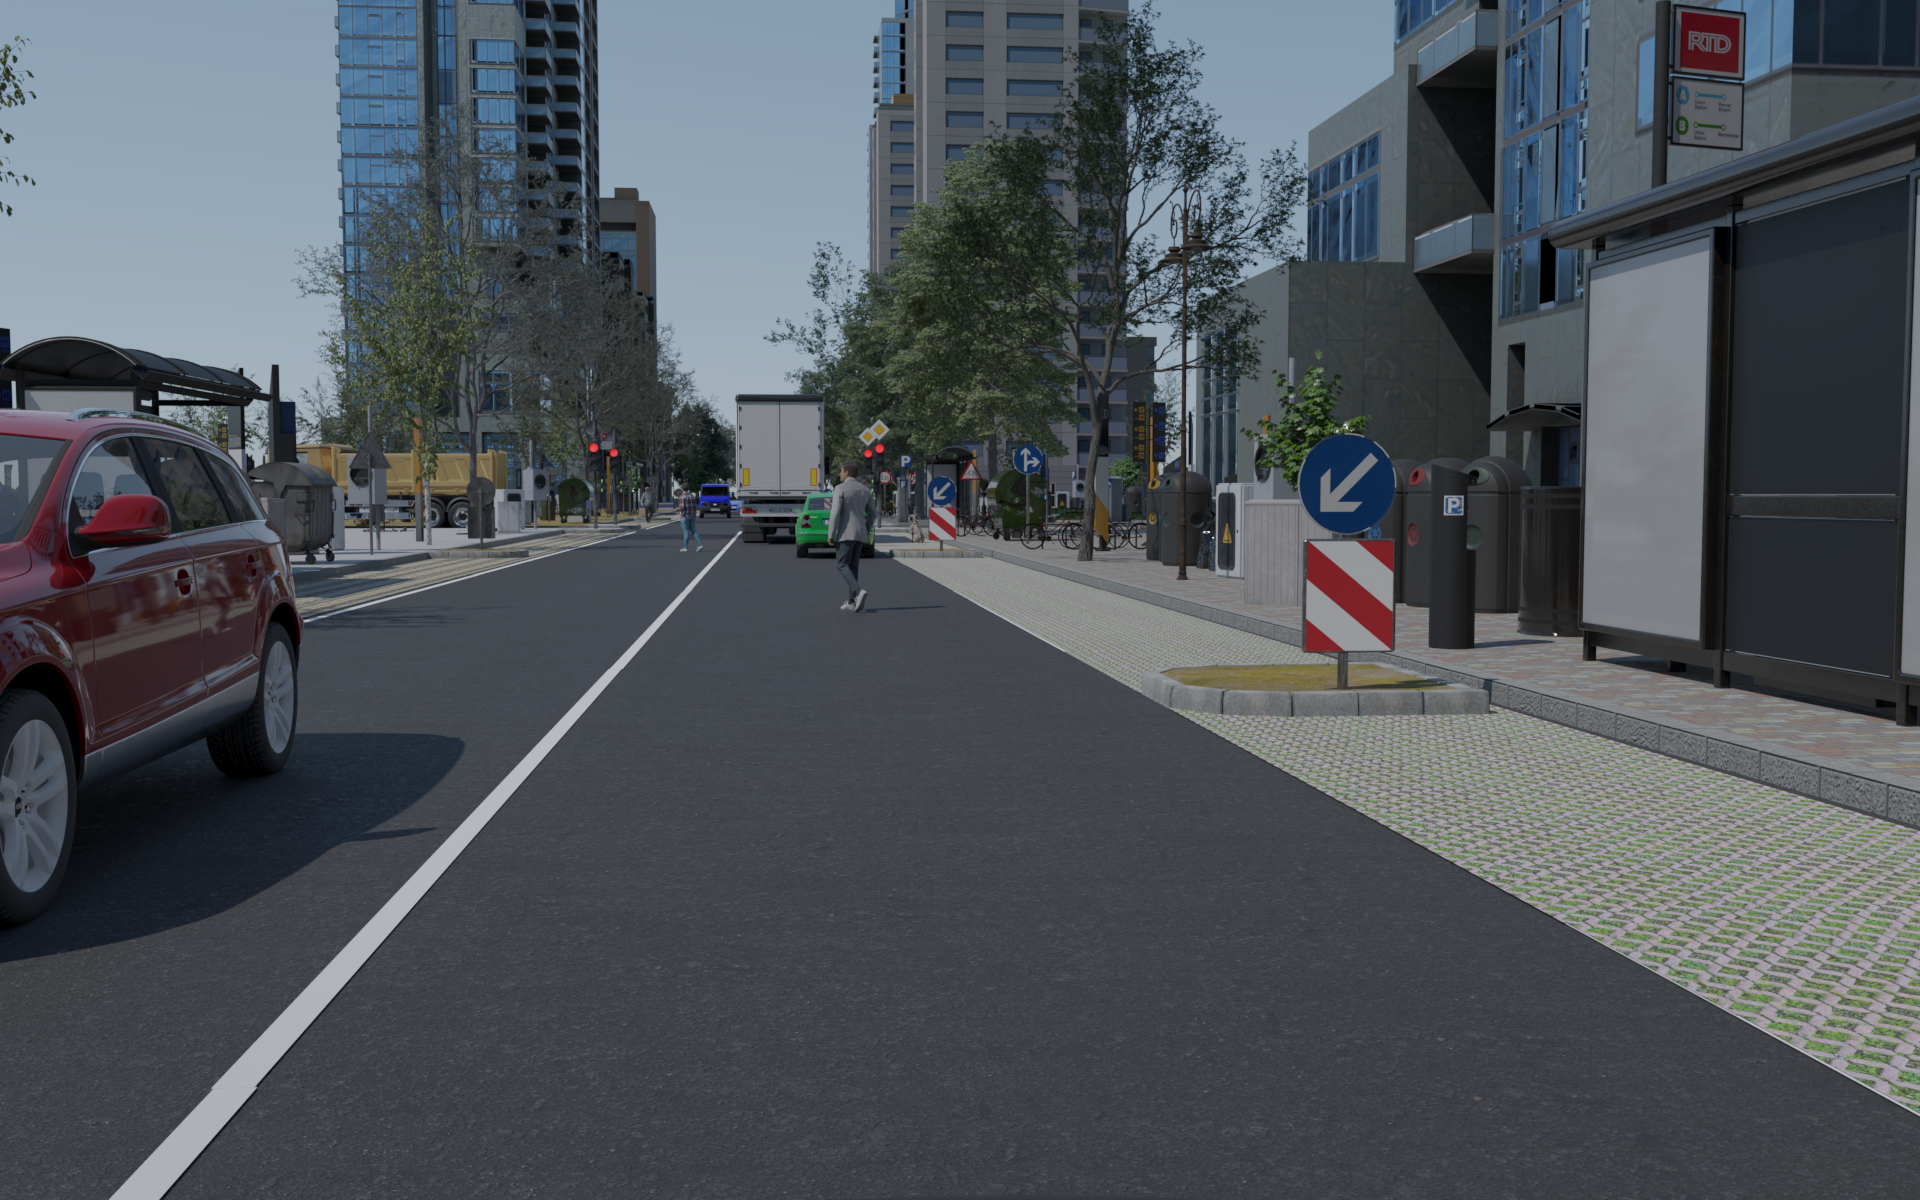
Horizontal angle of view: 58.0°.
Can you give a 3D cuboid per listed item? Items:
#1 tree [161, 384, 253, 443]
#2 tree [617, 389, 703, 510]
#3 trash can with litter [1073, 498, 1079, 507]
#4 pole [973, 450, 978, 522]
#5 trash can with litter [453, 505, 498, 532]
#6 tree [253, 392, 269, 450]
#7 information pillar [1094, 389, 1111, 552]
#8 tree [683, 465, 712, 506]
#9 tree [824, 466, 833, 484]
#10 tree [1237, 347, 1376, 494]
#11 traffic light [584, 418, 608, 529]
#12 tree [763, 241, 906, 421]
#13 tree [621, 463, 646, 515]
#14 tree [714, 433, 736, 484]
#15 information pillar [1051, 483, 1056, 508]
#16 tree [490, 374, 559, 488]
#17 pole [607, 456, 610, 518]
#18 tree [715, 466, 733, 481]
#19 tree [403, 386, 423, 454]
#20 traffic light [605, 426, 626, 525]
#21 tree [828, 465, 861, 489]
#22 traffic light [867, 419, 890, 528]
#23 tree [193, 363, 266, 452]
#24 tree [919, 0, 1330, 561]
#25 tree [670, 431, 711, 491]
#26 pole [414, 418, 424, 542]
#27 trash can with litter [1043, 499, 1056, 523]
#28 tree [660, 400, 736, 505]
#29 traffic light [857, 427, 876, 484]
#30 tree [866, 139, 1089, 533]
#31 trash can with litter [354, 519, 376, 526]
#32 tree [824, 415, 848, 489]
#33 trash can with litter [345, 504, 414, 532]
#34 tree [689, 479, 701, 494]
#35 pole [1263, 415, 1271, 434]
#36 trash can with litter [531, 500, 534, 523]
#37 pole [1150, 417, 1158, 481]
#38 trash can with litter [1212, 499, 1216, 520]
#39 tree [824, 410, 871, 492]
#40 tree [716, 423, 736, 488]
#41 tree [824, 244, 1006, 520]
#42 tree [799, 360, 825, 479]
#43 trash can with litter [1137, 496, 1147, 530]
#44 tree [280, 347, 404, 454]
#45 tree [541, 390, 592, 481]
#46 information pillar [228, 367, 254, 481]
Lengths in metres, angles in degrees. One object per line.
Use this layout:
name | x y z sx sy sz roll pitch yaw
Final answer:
tree | -45.907 -9.407 104.161 4.360 8.622 3.978 0 3 0
tree | -24.733 -12.748 142.849 7.601 10.594 8.767 -1 4 -9
trash can with litter | 7.470 -6.491 117.183 2.233 1.210 1.678 -1 4 -10
pole | 0.710 -5.255 79.755 0.158 3.312 0.155 0 3 0
trash can with litter | -16.315 -2.955 59.378 1.678 1.210 2.233 -3 5 -43
tree | -48.902 -10.649 124.473 4.360 8.622 3.978 0 3 0
information pillar | 3.147 -2.893 38.653 0.183 3.616 0.504 3 5 43
tree | -29.325 -12.852 193.840 4.285 4.588 4.351 0 3 0
tree | -24.131 -22.777 290.526 7.486 12.596 7.792 0 3 0
tree | 4.735 -1.733 22.935 1.663 3.219 1.824 0 3 0
traffic light | -13.449 -4.586 63.895 0.839 4.253 0.868 0 4 -6
tree | -8.050 -16.828 131.021 12.611 20.169 13.585 0 3 0
tree | -20.499 -6.929 107.898 1.663 3.219 1.824 0 3 0
tree | -40.700 -22.323 290.727 9.928 11.665 9.643 0 3 0
information pillar | 6.052 -6.596 112.335 0.304 2.012 0.304 1 4 9
tree | -24.351 -9.023 97.882 4.360 8.622 3.978 0 3 0
pole | -19.041 -6.115 93.822 0.158 3.312 0.155 0 3 0
tree | -37.492 -19.908 259.904 7.601 10.594 8.767 2 4 28
tree | -30.912 -8.773 93.806 4.360 8.622 3.978 0 3 0
traffic light | -14.297 -5.071 71.835 0.839 4.253 0.868 0 4 -6
tree | -11.278 -11.392 169.978 4.285 4.588 4.351 0 3 0
traffic light | -3.048 -4.654 65.018 0.839 4.253 0.868 0 4 -6
tree | -41.486 -9.025 97.928 4.737 8.622 4.395 0 3 0
tree | 2.641 -6.010 32.677 7.601 10.594 8.767 3 5 42
tree | -28.184 -14.046 180.007 4.737 8.622 4.395 0 3 0
pole | -14.568 -3.228 46.627 0.158 3.312 0.155 0 3 0
trash can with litter | 3.719 -3.968 76.264 0.624 1.170 1.055 3 5 43
tree | -31.627 -17.815 208.289 9.611 12.733 9.660 0 3 0
traffic light | -3.896 -5.140 72.958 0.839 4.253 0.868 0 4 -6
tree | 0.705 -8.436 56.062 7.486 12.596 7.792 0 3 0
trash can with litter | -24.069 -3.606 70.352 0.624 1.170 1.055 1 4 21
tree | -15.833 -17.147 206.107 9.928 11.665 9.643 0 3 0
trash can with litter | -19.406 -2.926 58.899 1.678 1.210 2.233 3 4 37
tree | -28.676 -11.695 185.809 1.663 3.219 1.824 0 3 0
pole | 7.946 -3.126 44.959 0.158 3.312 0.155 0 3 0
trash can with litter | -19.214 -4.006 76.878 0.624 1.170 1.055 -3 4 -37
pole | 5.139 -3.187 45.950 0.158 3.312 0.155 0 3 0
trash can with litter | 5.357 -1.495 35.831 0.624 1.170 1.055 1 4 11
tree | -8.733 -11.638 140.650 4.737 8.622 4.395 0 3 0
tree | -41.240 -24.379 305.258 9.857 13.997 8.962 0 3 0
tree | -2.076 -10.981 86.188 9.857 13.997 8.962 0 3 0
tree | -9.847 -15.148 154.317 9.857 13.997 8.962 0 3 0
trash can with litter | 7.337 -3.202 63.404 2.233 1.210 1.678 0 4 0
tree | -30.794 -8.271 85.588 4.360 8.622 3.978 0 3 0
tree | -26.493 -10.123 115.878 4.737 8.622 4.395 0 3 0
information pillar | -13.454 -2.503 32.272 0.504 3.616 0.183 3 5 40
